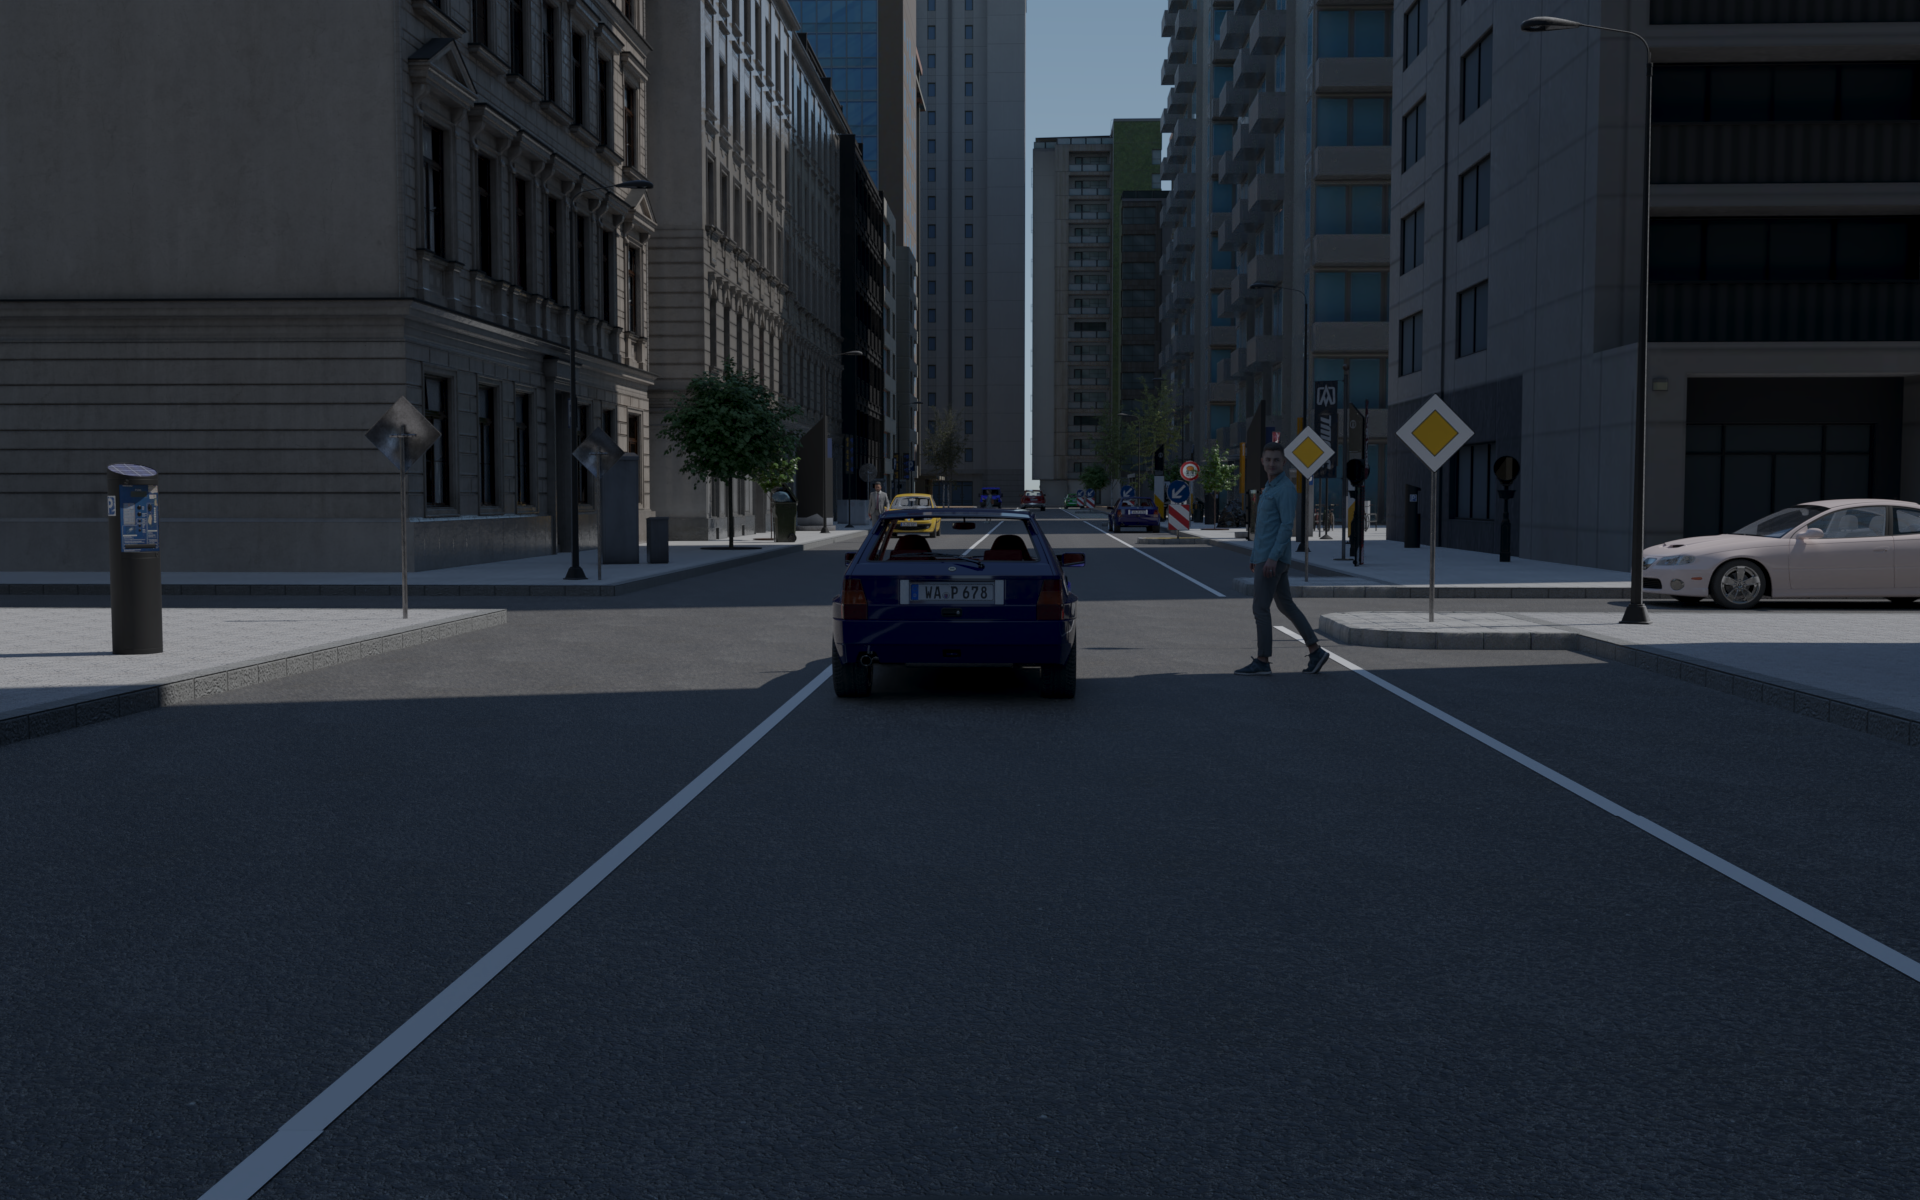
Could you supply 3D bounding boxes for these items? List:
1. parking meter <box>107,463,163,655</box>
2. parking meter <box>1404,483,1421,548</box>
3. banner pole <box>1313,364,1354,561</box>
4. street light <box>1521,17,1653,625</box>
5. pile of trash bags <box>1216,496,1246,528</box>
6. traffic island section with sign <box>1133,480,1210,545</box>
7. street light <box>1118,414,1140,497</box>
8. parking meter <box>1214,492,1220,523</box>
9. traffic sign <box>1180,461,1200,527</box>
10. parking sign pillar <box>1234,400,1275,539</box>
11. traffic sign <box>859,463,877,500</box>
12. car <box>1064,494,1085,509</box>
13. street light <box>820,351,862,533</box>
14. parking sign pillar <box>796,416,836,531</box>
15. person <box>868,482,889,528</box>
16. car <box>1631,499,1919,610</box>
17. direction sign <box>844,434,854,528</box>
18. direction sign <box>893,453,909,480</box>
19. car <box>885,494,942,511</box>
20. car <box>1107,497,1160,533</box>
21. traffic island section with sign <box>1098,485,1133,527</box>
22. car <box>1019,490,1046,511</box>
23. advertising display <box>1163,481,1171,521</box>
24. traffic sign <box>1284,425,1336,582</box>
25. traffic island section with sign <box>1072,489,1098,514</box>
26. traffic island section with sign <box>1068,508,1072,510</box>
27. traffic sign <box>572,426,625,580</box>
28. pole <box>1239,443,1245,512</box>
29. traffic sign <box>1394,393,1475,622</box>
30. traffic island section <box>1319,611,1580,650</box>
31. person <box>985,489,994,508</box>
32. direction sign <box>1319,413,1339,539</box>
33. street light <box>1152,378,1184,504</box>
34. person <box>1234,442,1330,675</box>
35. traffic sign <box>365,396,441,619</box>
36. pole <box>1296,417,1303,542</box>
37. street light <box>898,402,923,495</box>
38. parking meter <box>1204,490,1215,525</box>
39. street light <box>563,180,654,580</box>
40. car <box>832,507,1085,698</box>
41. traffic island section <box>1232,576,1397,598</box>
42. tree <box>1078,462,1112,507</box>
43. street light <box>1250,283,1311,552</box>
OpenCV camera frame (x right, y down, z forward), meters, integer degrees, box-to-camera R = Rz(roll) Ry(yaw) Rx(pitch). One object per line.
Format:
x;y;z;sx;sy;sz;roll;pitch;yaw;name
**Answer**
-6.638;-0.338;13.937;0.372;1.533;0.369;0;3;0;parking meter
10.778;-2.008;41.236;0.372;1.533;0.369;0;3;0;parking meter
7.235;-2.664;33.568;0.863;3.779;0.401;2;4;32;banner pole
6.163;-2.721;17.026;1.470;5.913;1.316;0;4;2;street light
11.242;-3.484;66.720;1.912;1.369;3.447;2;4;30;pile of trash bags
6.161;-2.541;50.174;1.989;1.847;2.006;0;4;2;traffic island section with sign
9.798;-7.804;100.134;1.470;5.913;1.316;0;4;2;street light
11.259;-4.160;76.424;0.372;1.533;0.369;0;3;0;parking meter
8.851;-4.072;66.676;0.768;2.556;0.104;0;4;5;traffic sign
8.707;-3.778;50.239;1.447;3.967;1.447;-1;4;-8;parking sign pillar
-3.830;-4.401;72.069;0.768;2.556;0.104;0;4;7;traffic sign
10.795;-9.474;163.689;1.959;1.807;4.718;0;4;1;car
-3.877;-5.133;56.459;1.470;5.913;1.316;0;4;2;street light
-5.065;-4.400;60.414;1.447;3.967;1.447;3;4;36;parking sign pillar
-2.403;-2.595;51.196;0.678;1.792;0.850;0;4;6;person
11.169;-0.607;22.283;4.827;1.381;2.083;0;4;2;car
-4.228;-4.534;66.125;0.379;3.537;0.876;1;4;15;direction sign
-3.216;-6.307;95.119;0.876;3.537;0.379;-1;4;-11;direction sign
-1.566;-2.908;57.762;2.015;1.641;3.980;0;4;2;car
6.525;-3.213;65.118;1.945;1.354;3.894;0;4;1;car
7.310;-4.188;77.105;1.989;1.847;2.006;0;4;2;traffic island section with sign
6.182;-8.462;147.023;2.281;1.827;5.304;0;4;0;car
9.736;-4.761;83.060;0.974;1.923;0.123;-3;5;-40;advertising display
5.066;-1.324;25.285;0.795;2.450;0.064;0;4;2;traffic sign
9.463;-7.271;127.504;1.989;1.847;2.006;0;4;2;traffic island section with sign
10.604;-8.918;154.435;1.989;1.847;2.006;0;4;2;traffic island section with sign
-5.368;-1.352;25.750;0.795;2.450;0.064;0;4;2;traffic sign
11.173;-4.572;68.593;0.158;3.312;0.155;0;3;0;pole
4.725;-0.836;17.308;0.795;2.450;0.064;0;4;2;traffic sign
4.749;0.300;17.384;2.009;0.180;2.903;0;4;2;traffic island section
1.433;-4.655;85.608;0.522;1.701;0.512;0;4;6;person
10.381;-3.486;48.999;0.379;3.537;0.876;-2;4;-30;direction sign
8.394;-5.929;69.479;1.470;5.913;1.316;0;4;2;street light
2.550;-0.325;13.674;0.748;1.841;0.638;1;4;11;person
-5.709;-0.864;17.772;0.795;2.450;0.064;0;4;2;traffic sign
9.067;-3.198;46.132;0.158;3.312;0.155;0;3;0;pole
-2.541;-7.008;87.118;1.470;5.913;1.316;0;4;2;street light
10.463;-4.095;72.667;0.399;1.863;0.255;-3;4;-37;parking meter
-5.232;-3.258;25.802;1.470;5.913;1.316;0;4;2;street light
0.020;-0.057;13.516;1.945;1.354;3.894;0;4;2;car
5.090;-0.188;25.362;2.009;0.180;2.903;0;4;2;traffic island section
13.334;-11.489;171.553;4.285;4.588;4.351;0;3;0;tree
7.081;-4.022;38.306;1.470;5.913;1.316;0;4;2;street light
